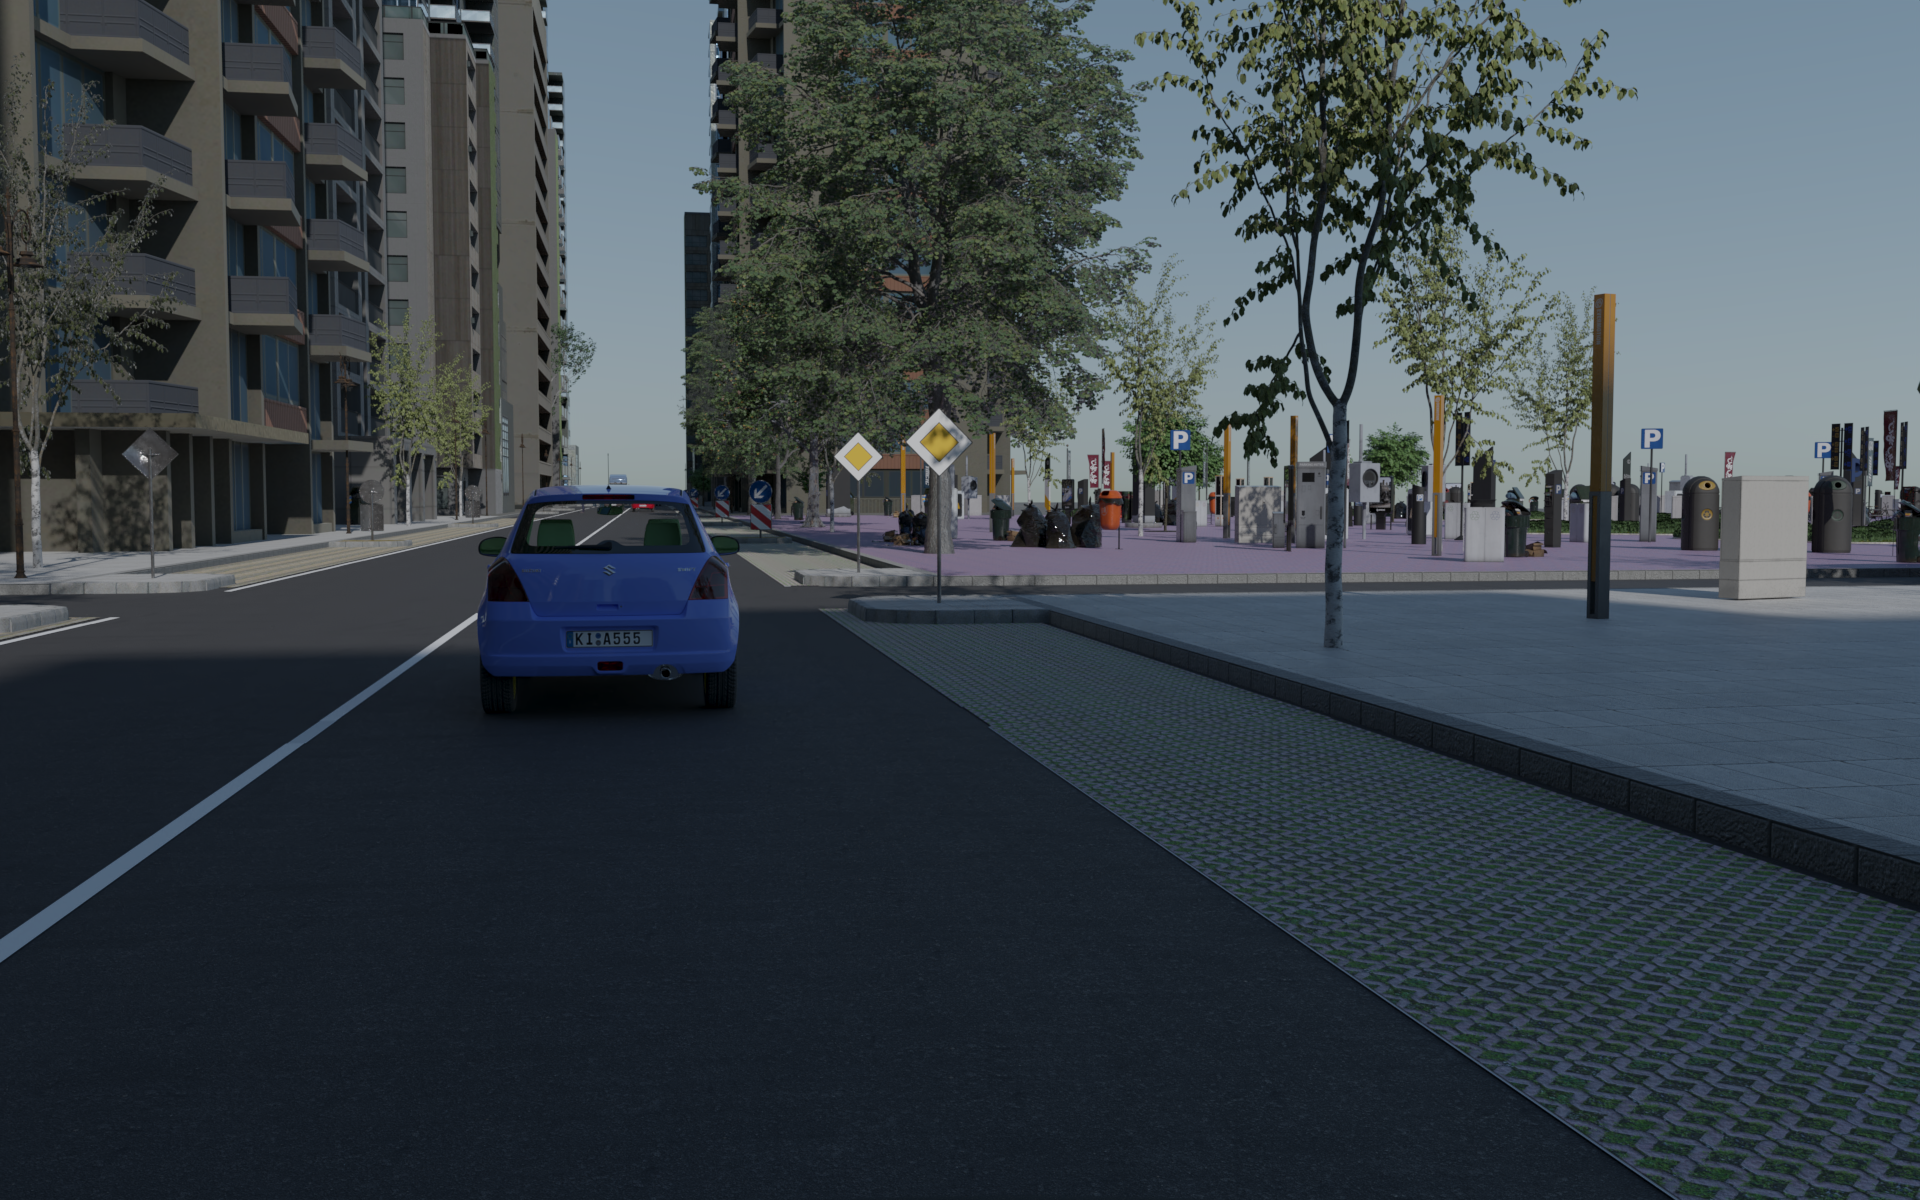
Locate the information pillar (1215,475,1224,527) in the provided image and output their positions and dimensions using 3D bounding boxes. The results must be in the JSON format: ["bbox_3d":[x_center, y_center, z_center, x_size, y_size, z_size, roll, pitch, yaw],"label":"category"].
[{"bbox_3d":[10.273,-3.902,68.295,0.304,2.012,0.304,-3,5,-43],"label":"information pillar"}]

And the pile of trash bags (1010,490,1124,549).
[{"bbox_3d":[2.737,-1.926,41.241,1.912,1.369,3.447,-2,4,-33],"label":"pile of trash bags"}]

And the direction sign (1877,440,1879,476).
[{"bbox_3d":[38.637,-4.988,73.550,0.379,3.537,0.876,-1,4,-14],"label":"direction sign"}]

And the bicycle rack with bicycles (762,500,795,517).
[{"bbox_3d":[-10.204,-5.227,98.851,2.852,0.926,2.925,0,4,-7],"label":"bicycle rack with bicycles"}]

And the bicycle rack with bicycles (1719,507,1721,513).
[{"bbox_3d":[38.395,-4.522,87.310,2.925,0.926,2.852,2,4,32],"label":"bicycle rack with bicycles"}]

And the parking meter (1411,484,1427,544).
[{"bbox_3d":[11.724,-2.190,44.220,0.372,1.533,0.369,0,3,0],"label":"parking meter"}]

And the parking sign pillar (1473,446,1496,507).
[{"bbox_3d":[29.766,-6.718,98.312,1.447,3.967,1.447,-2,4,-34],"label":"parking sign pillar"}]

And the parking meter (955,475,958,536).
[{"bbox_3d":[-0.285,-2.862,52.508,0.399,1.863,0.255,3,5,40],"label":"parking meter"}]

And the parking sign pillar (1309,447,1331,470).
[{"bbox_3d":[18.496,-6.108,88.336,1.447,3.967,1.447,2,4,30],"label":"parking sign pillar"}]

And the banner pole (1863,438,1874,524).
[{"bbox_3d":[35.523,-4.754,67.738,0.863,3.779,0.401,-3,5,-40],"label":"banner pole"}]

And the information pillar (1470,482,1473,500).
[{"bbox_3d":[31.521,-6.240,106.520,0.304,2.012,0.304,1,4,13],"label":"information pillar"}]

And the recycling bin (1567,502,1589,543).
[{"bbox_3d":[16.745,-2.053,46.123,0.722,1.027,0.722,-1,4,-15],"label":"recycling bin"}]

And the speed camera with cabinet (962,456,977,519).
[{"bbox_3d":[0.047,-5.756,88.443,0.660,3.252,2.038,3,5,40],"label":"speed camera with cabinet"}]

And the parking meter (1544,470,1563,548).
[{"bbox_3d":[14.226,-2.192,41.548,0.399,1.863,0.255,-3,4,-37],"label":"parking meter"}]

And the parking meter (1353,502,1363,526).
[{"bbox_3d":[16.169,-3.786,70.308,0.372,1.533,0.369,0,3,0],"label":"parking meter"}]

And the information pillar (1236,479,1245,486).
[{"bbox_3d":[13.225,-4.729,81.810,0.304,2.012,0.304,-3,5,-42],"label":"information pillar"}]

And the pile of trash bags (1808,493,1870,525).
[{"bbox_3d":[36.388,-3.839,72.520,1.912,1.369,3.447,-1,4,-18],"label":"pile of trash bags"}]

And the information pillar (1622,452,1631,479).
[{"bbox_3d":[36.790,-6.375,95.580,0.504,3.616,0.183,-1,4,-17],"label":"information pillar"}]

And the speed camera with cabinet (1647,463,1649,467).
[{"bbox_3d":[43.461,-7.158,111.362,2.038,3.252,0.660,3,5,44],"label":"speed camera with cabinet"}]

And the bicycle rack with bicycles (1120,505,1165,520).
[{"bbox_3d":[9.384,-4.352,84.540,2.925,0.926,2.852,3,5,41],"label":"bicycle rack with bicycles"}]

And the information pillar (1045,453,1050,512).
[{"bbox_3d":[4.992,-6.560,98.612,0.183,3.616,0.504,-2,4,-30],"label":"information pillar"}]

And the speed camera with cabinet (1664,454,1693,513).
[{"bbox_3d":[35.636,-5.579,85.556,2.038,3.252,0.660,-3,4,-37],"label":"speed camera with cabinet"}]

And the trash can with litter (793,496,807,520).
[{"bbox_3d":[-7.660,-4.488,84.766,1.055,1.170,0.624,1,4,10],"label":"trash can with litter"}]

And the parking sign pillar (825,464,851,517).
[{"bbox_3d":[-6.788,-6.603,96.439,1.447,3.967,1.447,-1,4,-17],"label":"parking sign pillar"}]

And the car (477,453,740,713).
[{"bbox_3d":[-2.569,-0.193,12.740,1.945,1.707,3.694,-1,4,-11],"label":"car"}]

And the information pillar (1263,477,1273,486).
[{"bbox_3d":[13.188,-4.258,74.116,0.304,2.012,0.304,-3,5,-44],"label":"information pillar"}]

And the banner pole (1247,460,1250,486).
[{"bbox_3d":[14.062,-5.775,84.431,0.401,3.779,0.863,1,4,20],"label":"banner pole"}]

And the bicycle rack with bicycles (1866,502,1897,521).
[{"bbox_3d":[40.053,-3.858,76.461,2.925,0.926,2.852,0,4,0],"label":"bicycle rack with bicycles"}]

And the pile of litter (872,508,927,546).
[{"bbox_3d":[-1.222,-1.808,43.528,1.719,0.858,1.176,-3,5,-43],"label":"pile of litter"}]

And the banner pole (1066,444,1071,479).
[{"bbox_3d":[5.477,-5.956,87.405,0.401,3.779,0.863,1,4,19],"label":"banner pole"}]

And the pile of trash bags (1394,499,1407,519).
[{"bbox_3d":[22.998,-4.876,89.478,3.447,1.369,1.912,-1,4,-21],"label":"pile of trash bags"}]

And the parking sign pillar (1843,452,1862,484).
[{"bbox_3d":[48.464,-6.453,93.985,1.447,3.967,1.447,-2,4,-34],"label":"parking sign pillar"}]

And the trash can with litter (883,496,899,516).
[{"bbox_3d":[-3.997,-5.526,101.734,1.055,1.170,0.624,-1,4,-9],"label":"trash can with litter"}]

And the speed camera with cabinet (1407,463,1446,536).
[{"bbox_3d":[14.285,-3.593,53.076,0.660,3.252,2.038,0,4,-2],"label":"speed camera with cabinet"}]

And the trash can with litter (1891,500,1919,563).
[{"bbox_3d":[18.002,-1.280,32.317,1.055,1.170,0.624,1,4,19],"label":"trash can with litter"}]

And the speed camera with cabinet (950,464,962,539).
[{"bbox_3d":[-0.403,-3.422,50.287,0.660,3.252,2.038,0,4,-3],"label":"speed camera with cabinet"}]

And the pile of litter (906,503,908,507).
[{"bbox_3d":[-3.169,-4.927,94.516,1.719,0.858,1.176,-1,4,-10],"label":"pile of litter"}]

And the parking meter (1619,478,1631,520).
[{"bbox_3d":[24.373,-3.534,63.495,0.255,1.863,0.399,-1,4,-11],"label":"parking meter"}]

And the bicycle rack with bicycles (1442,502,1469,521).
[{"bbox_3d":[23.064,-4.154,81.303,2.925,0.926,2.852,-2,4,-32],"label":"bicycle rack with bicycles"}]

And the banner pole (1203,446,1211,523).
[{"bbox_3d":[10.929,-5.329,77.144,0.401,3.779,0.863,2,4,24],"label":"banner pole"}]

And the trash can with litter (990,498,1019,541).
[{"bbox_3d":[1.328,-2.200,47.350,1.055,1.170,0.624,3,5,43],"label":"trash can with litter"}]

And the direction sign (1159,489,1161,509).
[{"bbox_3d":[8.481,-4.981,73.443,0.876,3.537,0.379,0,4,-2],"label":"direction sign"}]

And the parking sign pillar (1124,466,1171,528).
[{"bbox_3d":[7.028,-4.757,66.242,1.447,3.967,1.447,-1,4,-16],"label":"parking sign pillar"}]

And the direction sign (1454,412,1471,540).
[{"bbox_3d":[13.909,-3.423,47.959,0.379,3.537,0.876,-1,4,-9],"label":"direction sign"}]

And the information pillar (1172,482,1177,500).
[{"bbox_3d":[11.813,-6.322,94.719,0.504,3.616,0.183,1,4,14],"label":"information pillar"}]

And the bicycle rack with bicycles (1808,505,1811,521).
[{"bbox_3d":[42.042,-4.692,90.089,2.925,0.926,2.852,-1,4,-21],"label":"bicycle rack with bicycles"}]

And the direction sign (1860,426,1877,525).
[{"bbox_3d":[30.458,-4.061,58.396,0.379,3.537,0.876,1,4,13],"label":"direction sign"}]

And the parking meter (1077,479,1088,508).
[{"bbox_3d":[4.743,-3.745,66.935,0.255,1.863,0.399,-3,5,-41],"label":"parking meter"}]

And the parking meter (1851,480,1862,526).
[{"bbox_3d":[36.222,-3.933,70.023,0.399,1.863,0.255,0,4,7],"label":"parking meter"}]

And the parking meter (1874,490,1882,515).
[{"bbox_3d":[51.443,-5.420,97.030,0.372,1.533,0.369,0,3,0],"label":"parking meter"}]

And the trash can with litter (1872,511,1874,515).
[{"bbox_3d":[55.481,-5.685,104.340,1.055,1.170,0.624,-2,4,-29],"label":"trash can with litter"}]

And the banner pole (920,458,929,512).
[{"bbox_3d":[-1.860,-6.212,91.576,0.863,3.779,0.401,-2,4,-26],"label":"banner pole"}]

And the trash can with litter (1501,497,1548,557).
[{"bbox_3d":[11.447,-1.465,35.335,1.055,1.170,0.624,-2,4,-30],"label":"trash can with litter"}]

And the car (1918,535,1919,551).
[{"bbox_3d":[18.519,-1.209,28.439,5.304,1.827,2.281,-1,4,-11],"label":"car"}]

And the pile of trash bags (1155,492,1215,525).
[{"bbox_3d":[9.440,-3.806,71.975,3.447,1.369,1.912,-2,4,-28],"label":"pile of trash bags"}]

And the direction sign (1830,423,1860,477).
[{"bbox_3d":[28.176,-3.878,55.408,0.379,3.537,0.876,-1,4,-16],"label":"direction sign"}]

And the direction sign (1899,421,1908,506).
[{"bbox_3d":[29.581,-3.814,54.357,0.379,3.537,0.876,1,4,17],"label":"direction sign"}]

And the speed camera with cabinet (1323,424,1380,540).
[{"bbox_3d":[10.793,-3.319,48.609,2.038,3.252,0.660,-2,4,-24],"label":"speed camera with cabinet"}]
